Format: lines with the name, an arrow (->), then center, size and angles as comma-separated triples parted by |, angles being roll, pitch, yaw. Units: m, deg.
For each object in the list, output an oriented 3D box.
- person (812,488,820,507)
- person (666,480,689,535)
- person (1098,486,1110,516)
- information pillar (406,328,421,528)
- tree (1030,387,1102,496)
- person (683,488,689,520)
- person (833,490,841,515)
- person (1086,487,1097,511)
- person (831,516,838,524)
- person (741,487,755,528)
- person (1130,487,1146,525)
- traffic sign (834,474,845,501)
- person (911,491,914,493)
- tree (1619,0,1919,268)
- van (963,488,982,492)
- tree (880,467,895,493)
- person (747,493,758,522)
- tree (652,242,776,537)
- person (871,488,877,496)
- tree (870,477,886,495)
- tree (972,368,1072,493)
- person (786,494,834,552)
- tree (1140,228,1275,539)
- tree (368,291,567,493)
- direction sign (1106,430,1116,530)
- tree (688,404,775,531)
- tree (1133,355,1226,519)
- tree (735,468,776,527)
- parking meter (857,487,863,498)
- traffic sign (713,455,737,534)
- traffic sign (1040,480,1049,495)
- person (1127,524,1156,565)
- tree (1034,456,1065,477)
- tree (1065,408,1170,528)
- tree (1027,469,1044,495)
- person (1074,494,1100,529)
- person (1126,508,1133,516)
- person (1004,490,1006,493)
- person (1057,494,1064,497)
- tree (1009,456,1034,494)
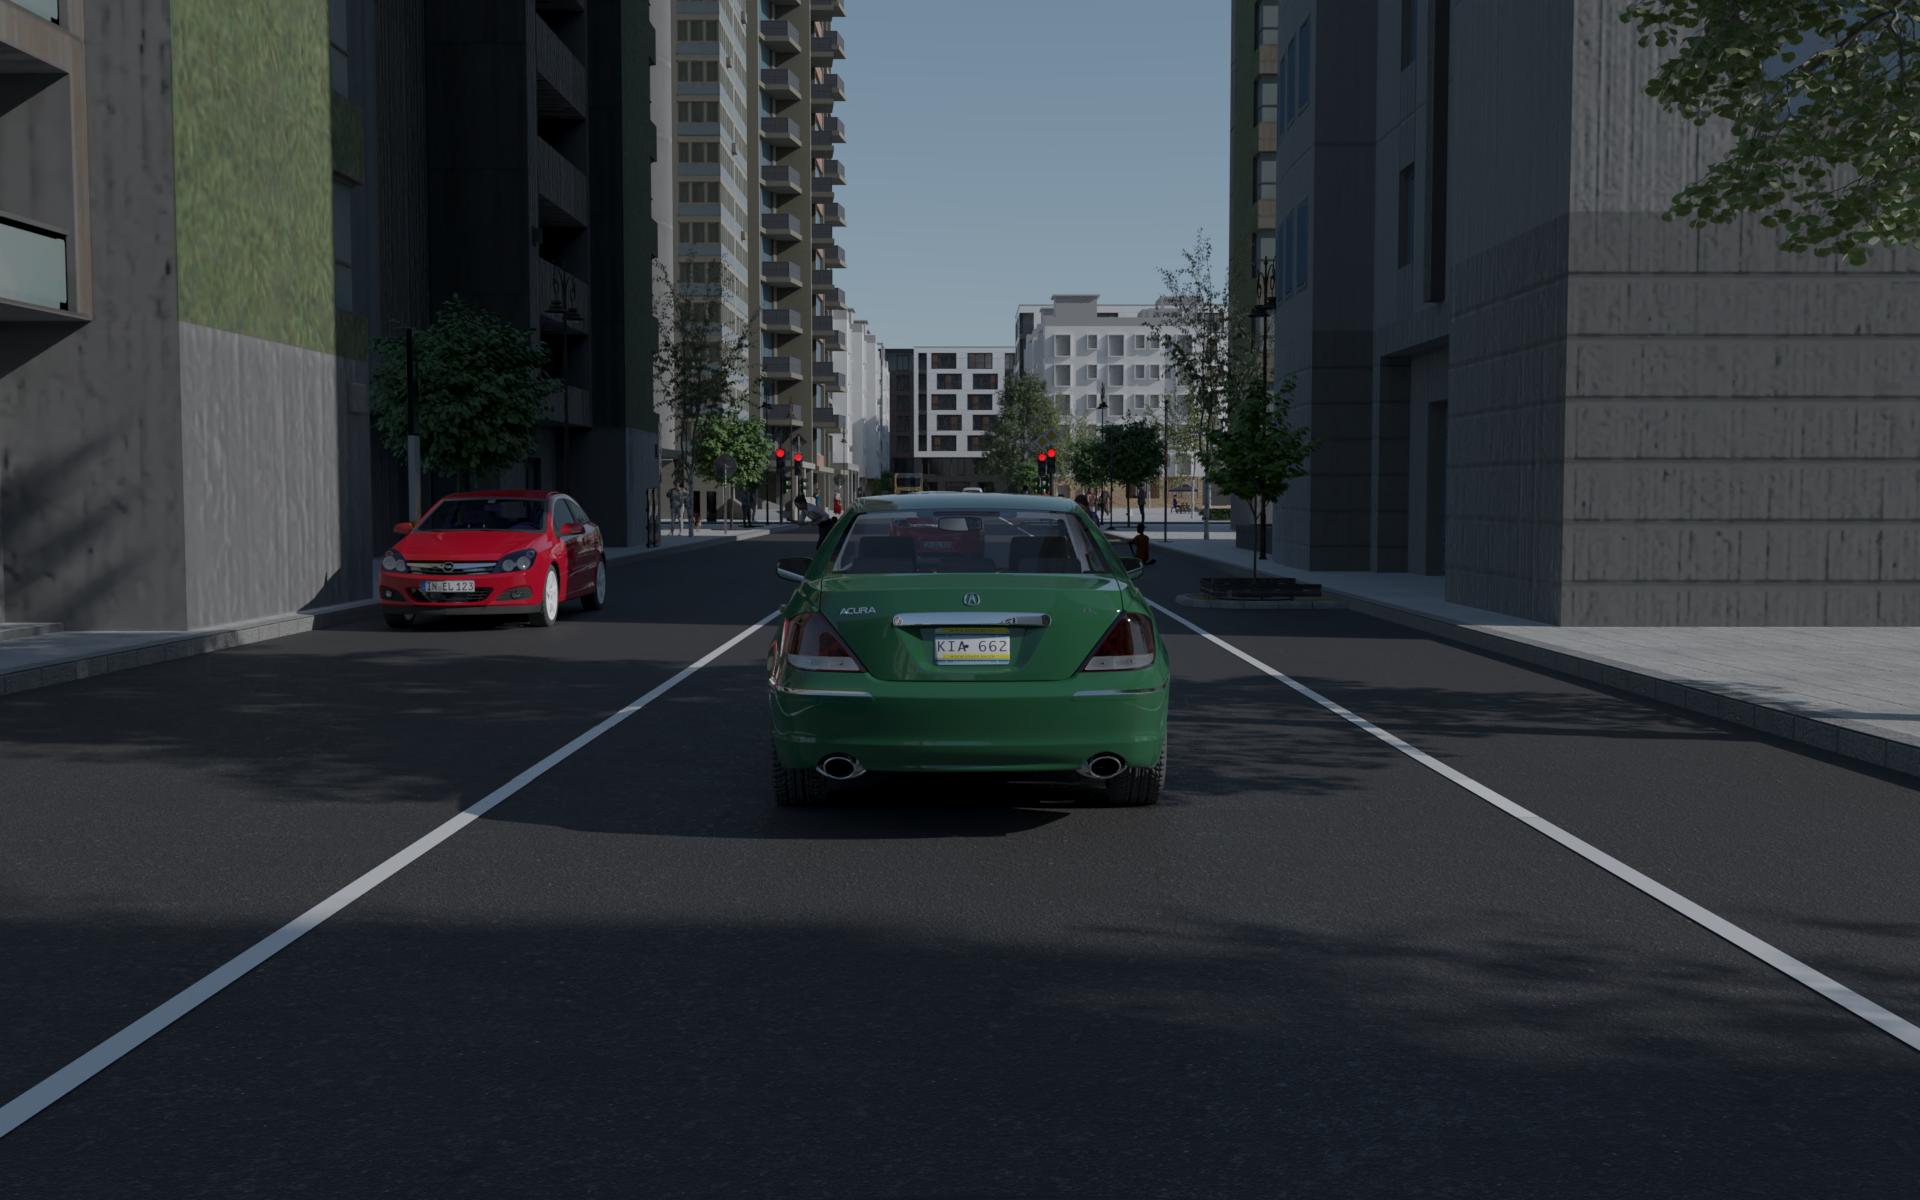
person -> -7.889, -5.405, 96.281 | 0.662, 1.594, 0.647 | -1, 4, -10
person -> -8.775, -2.874, 53.749 | 0.841, 1.734, 0.376 | 1, 4, 15
person -> 8.596, -5.882, 102.766 | 0.990, 1.755, 0.434 | 3, 5, 44
information pillar -> -7.789, -2.040, 24.706 | 0.183, 3.616, 0.504 | -1, 4, -8
tree -> 6.722, -10.228, 117.597 | 4.737, 8.622, 4.395 | 0, 3, 0
person -> -12.864, -4.471, 81.208 | 0.516, 1.574, 0.319 | 0, 4, 7
person -> -7.622, -6.057, 107.546 | 0.523, 1.526, 0.387 | -1, 4, -20
person -> 4.005, -2.620, 52.813 | 0.415, 1.643, 0.593 | -3, 4, -36
person -> -3.379, -1.876, 47.456 | 0.655, 0.850, 0.859 | -1, 4, -15
person -> -8.028, -3.485, 65.233 | 0.429, 1.552, 0.499 | 3, 5, 42
person -> 7.450, -4.046, 72.729 | 0.750, 1.759, 0.617 | 1, 4, 10
traffic sign -> -7.604, -6.674, 109.231 | 0.768, 2.556, 0.104 | 0, 4, 8
person -> -4.202, -8.769, 152.598 | 0.841, 1.734, 0.376 | 2, 4, 29
tree -> 6.606, -5.557, 8.977 | 7.486, 12.596, 7.792 | 0, 3, 0
van -> 0.869, -6.782, 117.891 | 2.013, 2.044, 4.112 | 0, 4, 2
tree -> -8.866, -13.648, 206.856 | 4.285, 4.588, 4.351 | 0, 3, 0
person -> -9.598, -4.498, 79.714 | 0.434, 1.807, 0.598 | -3, 5, -42
tree -> -7.874, -6.198, 51.697 | 4.360, 8.622, 3.978 | 0, 3, 0
person -> -8.115, -9.548, 162.284 | 0.705, 1.807, 1.348 | 2, 4, 24
tree -> -8.238, -10.963, 173.853 | 1.663, 3.219, 1.824 | 0, 3, 0
tree -> 5.843, -14.712, 157.543 | 9.611, 12.733, 9.660 | 0, 3, 0
person -> -2.467, -1.052, 28.888 | 0.628, 1.438, 0.799 | 1, 4, 19
tree -> 7.224, -6.024, 48.847 | 4.360, 8.622, 3.978 | 0, 3, 0
tree -> -8.070, -2.725, 28.263 | 4.285, 4.588, 4.351 | 0, 3, 0
direction sign -> 5.406, -4.272, 61.846 | 0.379, 3.537, 0.876 | 1, 4, 10
tree -> -8.140, -4.752, 61.416 | 4.285, 4.588, 4.351 | 0, 3, 0
tree -> 11.973, -8.577, 90.600 | 4.737, 8.622, 4.395 | 0, 3, 0
tree -> -8.322, -4.482, 67.883 | 1.663, 3.219, 1.824 | 0, 3, 0
parking meter -> -7.802, -7.920, 135.209 | 0.399, 1.863, 0.255 | 1, 4, 9
traffic sign -> -7.568, -3.408, 55.825 | 0.768, 2.556, 0.104 | 0, 4, 2
traffic sign -> 5.488, -6.777, 112.941 | 0.606, 2.300, 0.079 | 0, 4, 6
person -> 3.593, -1.131, 35.283 | 0.859, 0.850, 0.655 | -3, 4, -37
tree -> 6.784, -6.329, 87.200 | 4.285, 4.588, 4.351 | 0, 3, 0
tree -> 6.488, -5.067, 66.565 | 4.285, 4.588, 4.351 | 0, 3, 0
tree -> 6.079, -8.647, 135.978 | 1.663, 3.219, 1.824 | 0, 3, 0
person -> 1.446, -0.534, 20.471 | 0.421, 1.427, 0.697 | 0, 4, 7
person -> 10.026, -5.254, 102.415 | 0.381, 0.543, 0.357 | -2, 4, -29
person -> 5.620, -13.042, 219.296 | 0.705, 1.822, 1.348 | 1, 4, 9
person -> 2.490, -1.726, 39.954 | 0.776, 1.435, 0.726 | 0, 4, -4
tree -> 5.837, -10.152, 149.693 | 4.285, 4.588, 4.351 | 0, 3, 0
